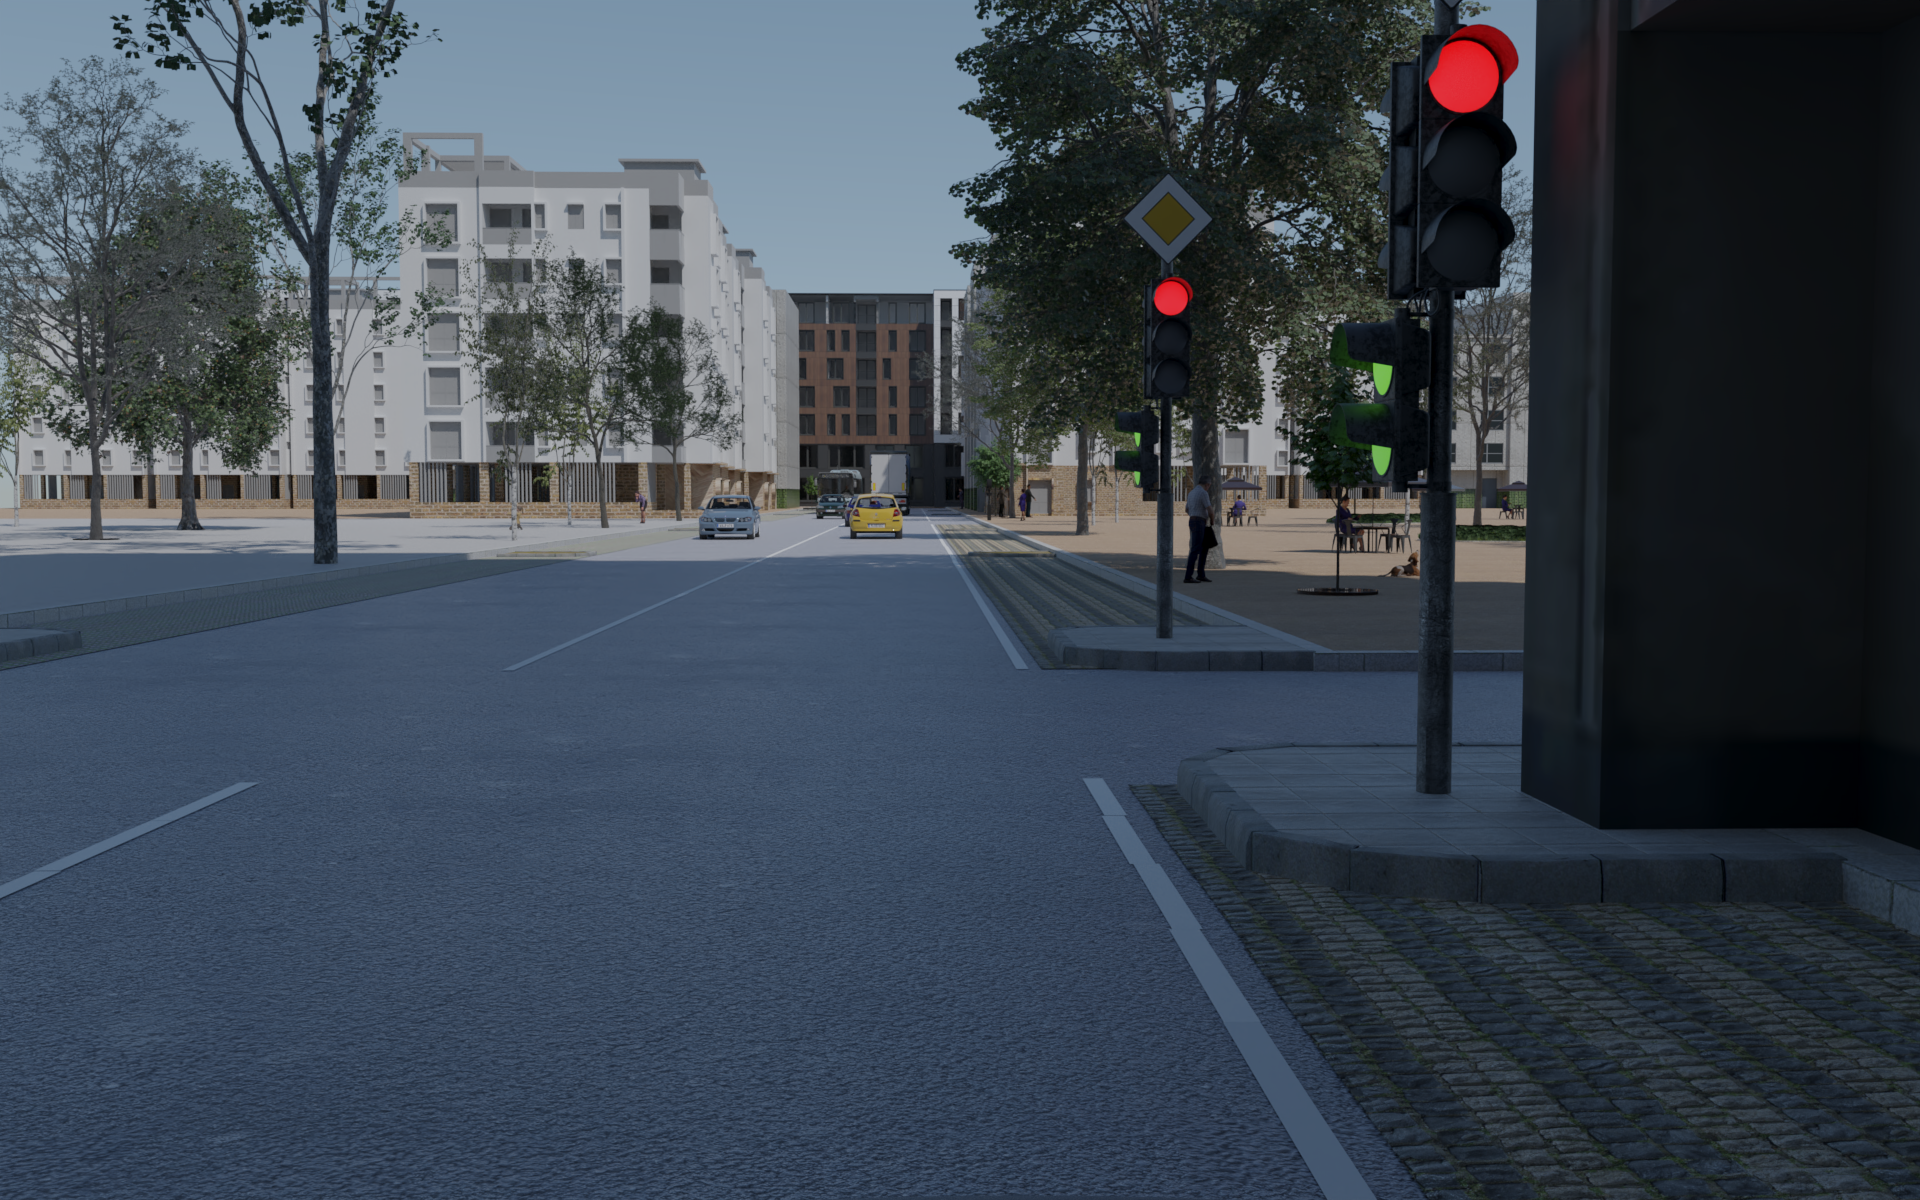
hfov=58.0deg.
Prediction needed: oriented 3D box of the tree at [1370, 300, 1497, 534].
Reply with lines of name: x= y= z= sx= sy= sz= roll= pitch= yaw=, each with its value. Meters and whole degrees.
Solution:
tree: x=14.573 y=-6.426 z=55.428 sx=4.360 sy=8.622 sz=3.978 roll=0 pitch=3 yaw=0

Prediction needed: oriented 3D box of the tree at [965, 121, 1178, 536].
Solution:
tree: x=4.180 y=-8.258 z=53.152 sx=7.486 sy=12.596 sz=7.792 roll=0 pitch=3 yaw=0

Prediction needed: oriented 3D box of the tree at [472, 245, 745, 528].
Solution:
tree: x=-13.627 y=-7.989 z=65.040 sx=7.601 sy=10.594 sz=8.767 roll=2 pitch=4 yaw=32

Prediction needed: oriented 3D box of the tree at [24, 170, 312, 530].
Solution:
tree: x=-27.515 y=-8.835 z=61.453 sx=9.611 sy=12.733 sz=9.660 roll=0 pitch=3 yaw=0

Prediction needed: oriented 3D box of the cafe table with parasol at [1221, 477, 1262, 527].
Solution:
cafe table with parasol: x=10.878 y=-3.895 z=68.555 sx=2.610 sy=1.966 sz=2.610 roll=-2 pitch=4 yaw=-33

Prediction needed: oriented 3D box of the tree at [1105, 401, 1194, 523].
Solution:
tree: x=7.269 y=-7.774 z=77.473 sx=4.737 sy=8.622 sz=4.395 roll=0 pitch=3 yaw=0

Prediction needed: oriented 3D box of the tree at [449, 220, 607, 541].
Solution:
tree: x=-12.147 y=-5.954 z=47.718 sx=4.360 sy=8.622 sz=3.978 roll=0 pitch=3 yaw=0

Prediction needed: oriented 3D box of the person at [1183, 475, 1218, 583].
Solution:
person: x=3.459 y=-1.029 z=25.081 sx=0.590 sy=1.554 sz=0.614 roll=-1 pitch=4 yaw=-21

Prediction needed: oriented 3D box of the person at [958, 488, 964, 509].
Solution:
person: x=0.043 y=-8.617 z=147.378 sx=0.568 sy=1.767 sz=0.683 roll=-2 pitch=4 yaw=-31

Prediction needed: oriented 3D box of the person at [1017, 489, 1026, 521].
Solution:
person: x=2.897 y=-4.548 z=82.769 sx=0.546 sy=1.535 sz=0.453 roll=2 pitch=4 yaw=25

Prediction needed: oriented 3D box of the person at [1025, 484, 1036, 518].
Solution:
person: x=3.782 y=-5.427 z=94.802 sx=0.705 sy=1.821 sz=1.348 roll=-2 pitch=4 yaw=-24

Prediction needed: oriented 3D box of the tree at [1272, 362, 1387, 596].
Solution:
tree: x=4.856 y=-1.680 z=22.064 sx=1.663 sy=3.219 sz=1.824 roll=0 pitch=3 yaw=0

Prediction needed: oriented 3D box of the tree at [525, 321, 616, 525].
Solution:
tree: x=-16.379 y=-7.477 z=72.611 sx=4.737 sy=8.622 sz=4.395 roll=0 pitch=3 yaw=0

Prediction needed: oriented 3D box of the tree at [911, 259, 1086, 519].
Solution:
tree: x=2.619 y=-11.024 z=90.617 sx=12.009 sy=13.543 sz=11.850 roll=0 pitch=3 yaw=0

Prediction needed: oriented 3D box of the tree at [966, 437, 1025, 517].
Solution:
tree: x=2.006 y=-7.019 z=98.478 sx=4.285 sy=4.588 sz=4.351 roll=0 pitch=3 yaw=0

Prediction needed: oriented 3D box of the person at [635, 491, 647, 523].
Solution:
person: x=-13.875 y=-4.041 z=75.343 sx=0.421 sy=1.427 sz=0.697 roll=2 pitch=4 yaw=27

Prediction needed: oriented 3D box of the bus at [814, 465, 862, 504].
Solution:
bus: x=-8.830 y=-8.133 z=127.834 sx=2.948 sy=3.499 sz=13.247 roll=0 pitch=4 yaw=0

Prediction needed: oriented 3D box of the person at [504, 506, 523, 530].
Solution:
person: x=-15.927 y=-2.925 z=61.786 sx=0.695 sy=0.859 sz=0.347 roll=0 pitch=4 yaw=-4

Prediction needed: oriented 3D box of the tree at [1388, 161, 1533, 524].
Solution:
tree: x=19.484 y=-9.429 z=64.533 sx=12.009 sy=13.543 sz=11.850 roll=0 pitch=3 yaw=0

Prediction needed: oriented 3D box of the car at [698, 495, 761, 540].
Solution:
car: x=-7.426 y=-2.696 z=56.078 sx=2.014 sy=1.417 sz=4.499 roll=0 pitch=4 yaw=-3

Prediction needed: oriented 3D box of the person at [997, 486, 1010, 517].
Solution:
person: x=2.359 y=-5.430 z=95.540 sx=0.721 sy=1.735 sz=1.217 roll=-2 pitch=4 yaw=-30

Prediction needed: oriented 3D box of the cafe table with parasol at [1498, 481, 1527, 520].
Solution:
cafe table with parasol: x=28.348 y=-5.080 z=87.924 sx=2.610 sy=1.966 sz=2.610 roll=-1 pitch=4 yaw=-12

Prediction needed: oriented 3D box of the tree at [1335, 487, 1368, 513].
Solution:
tree: x=19.981 y=-6.369 z=87.848 sx=4.285 sy=4.588 sz=4.351 roll=0 pitch=3 yaw=0

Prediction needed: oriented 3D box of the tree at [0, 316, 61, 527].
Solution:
tree: x=-37.276 y=-7.179 z=67.738 sx=4.737 sy=8.622 sz=4.395 roll=0 pitch=3 yaw=0

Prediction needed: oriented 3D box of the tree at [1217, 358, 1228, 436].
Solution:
tree: x=11.509 y=-8.230 z=84.919 sx=4.737 sy=8.622 sz=4.395 roll=0 pitch=3 yaw=0

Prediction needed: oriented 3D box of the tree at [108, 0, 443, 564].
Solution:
tree: x=-13.181 y=-10.747 z=31.599 sx=12.611 sy=20.169 sz=13.585 roll=0 pitch=3 yaw=0

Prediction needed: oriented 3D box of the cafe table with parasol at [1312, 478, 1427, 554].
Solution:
cafe table with parasol: x=8.986 y=-2.007 z=37.684 sx=2.610 sy=1.966 sz=2.610 roll=1 pitch=4 yaw=11

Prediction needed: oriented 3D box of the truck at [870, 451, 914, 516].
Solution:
truck: x=-4.661 y=-7.897 z=118.037 sx=2.839 sy=4.237 sz=11.283 roll=0 pitch=4 yaw=0

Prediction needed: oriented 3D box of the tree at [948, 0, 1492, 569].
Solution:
tree: x=4.163 y=-7.505 z=29.356 sx=9.857 sy=13.997 sz=8.962 roll=0 pitch=3 yaw=0

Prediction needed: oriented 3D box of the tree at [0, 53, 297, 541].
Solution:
tree: x=-23.914 y=-8.408 z=47.838 sx=12.009 sy=13.543 sz=11.850 roll=0 pitch=3 yaw=0

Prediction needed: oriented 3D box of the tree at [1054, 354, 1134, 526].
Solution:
tree: x=5.680 y=-7.339 z=70.356 sx=4.360 sy=8.622 sz=3.978 roll=0 pitch=3 yaw=0

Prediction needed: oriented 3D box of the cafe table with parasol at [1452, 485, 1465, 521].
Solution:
cafe table with parasol: x=23.188 y=-4.838 z=83.962 sx=2.610 sy=1.966 sz=2.610 roll=0 pitch=4 yaw=6
